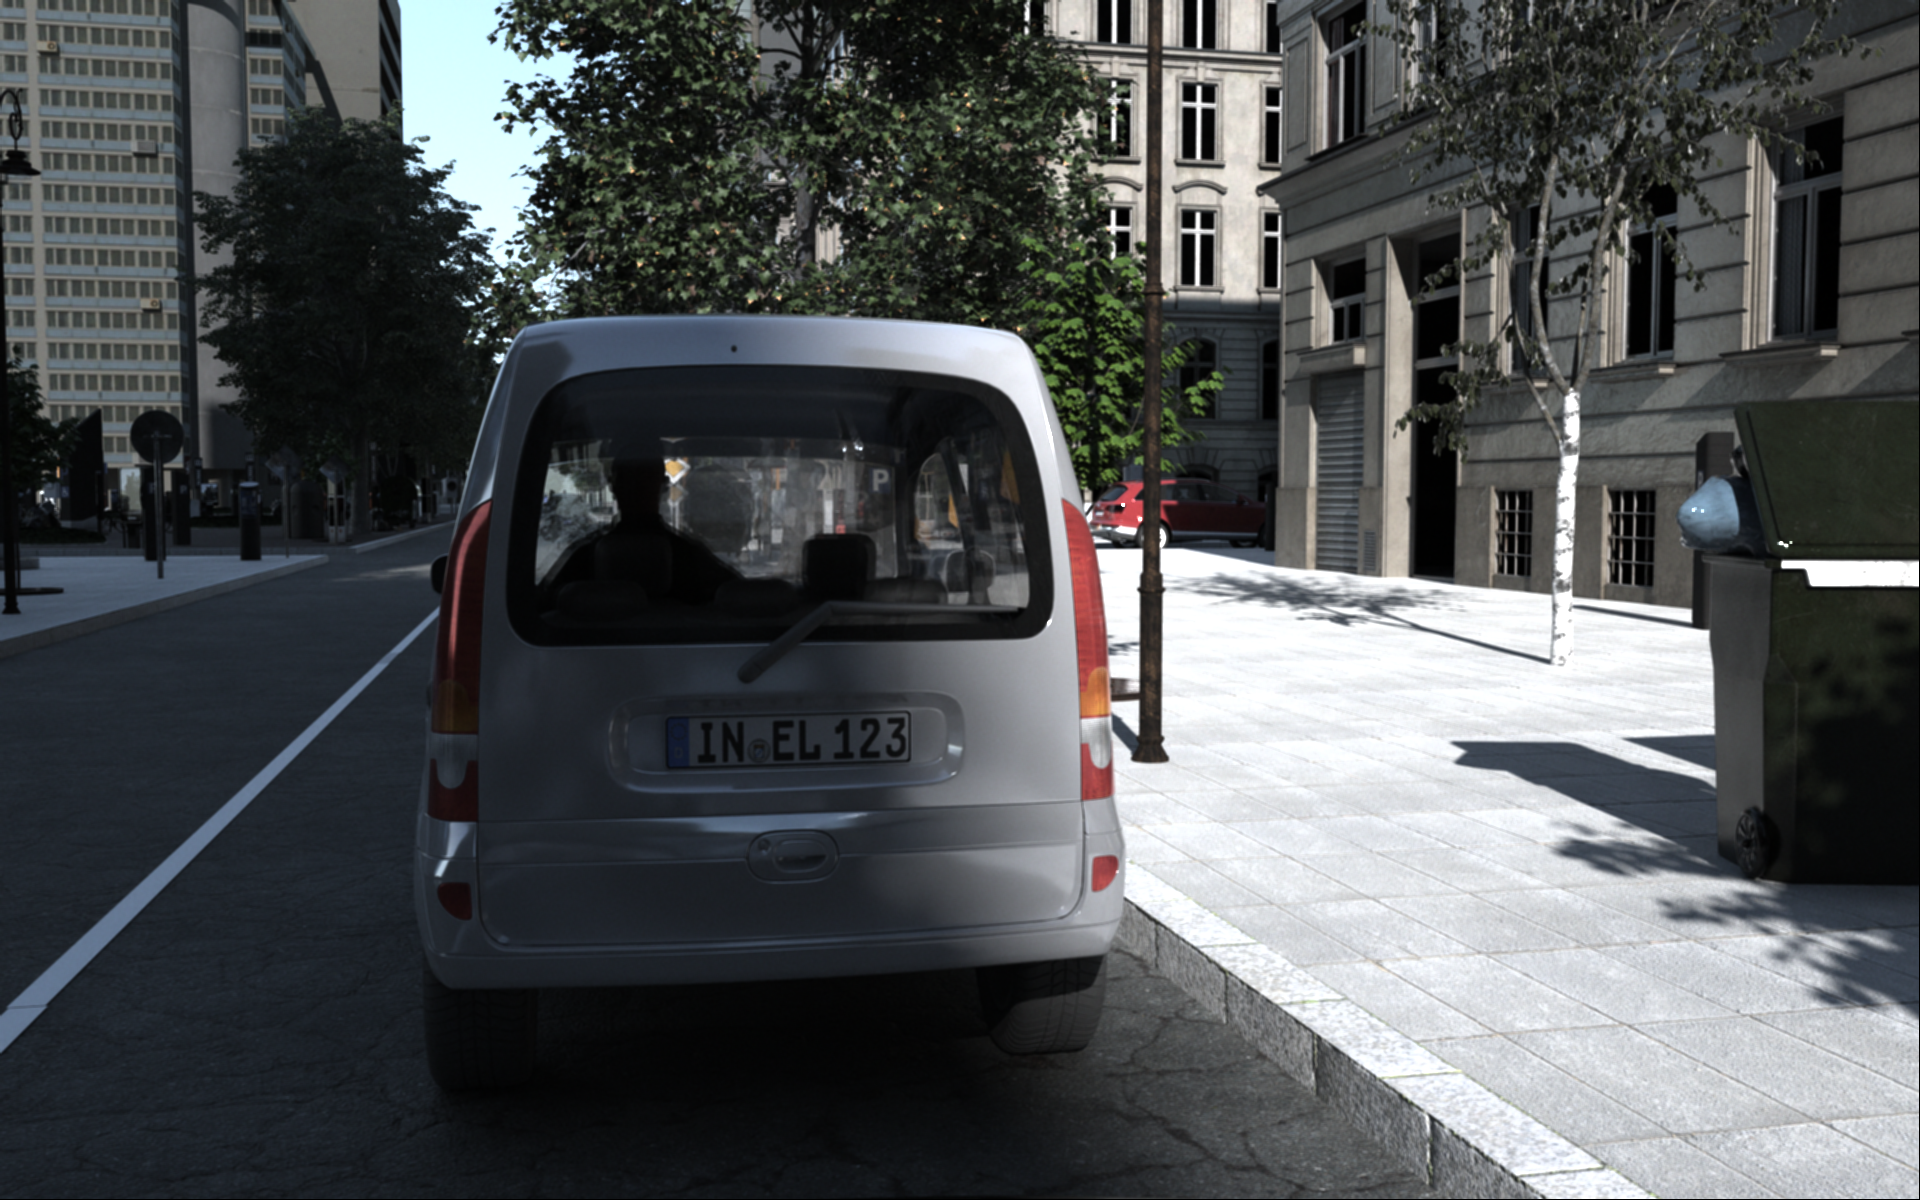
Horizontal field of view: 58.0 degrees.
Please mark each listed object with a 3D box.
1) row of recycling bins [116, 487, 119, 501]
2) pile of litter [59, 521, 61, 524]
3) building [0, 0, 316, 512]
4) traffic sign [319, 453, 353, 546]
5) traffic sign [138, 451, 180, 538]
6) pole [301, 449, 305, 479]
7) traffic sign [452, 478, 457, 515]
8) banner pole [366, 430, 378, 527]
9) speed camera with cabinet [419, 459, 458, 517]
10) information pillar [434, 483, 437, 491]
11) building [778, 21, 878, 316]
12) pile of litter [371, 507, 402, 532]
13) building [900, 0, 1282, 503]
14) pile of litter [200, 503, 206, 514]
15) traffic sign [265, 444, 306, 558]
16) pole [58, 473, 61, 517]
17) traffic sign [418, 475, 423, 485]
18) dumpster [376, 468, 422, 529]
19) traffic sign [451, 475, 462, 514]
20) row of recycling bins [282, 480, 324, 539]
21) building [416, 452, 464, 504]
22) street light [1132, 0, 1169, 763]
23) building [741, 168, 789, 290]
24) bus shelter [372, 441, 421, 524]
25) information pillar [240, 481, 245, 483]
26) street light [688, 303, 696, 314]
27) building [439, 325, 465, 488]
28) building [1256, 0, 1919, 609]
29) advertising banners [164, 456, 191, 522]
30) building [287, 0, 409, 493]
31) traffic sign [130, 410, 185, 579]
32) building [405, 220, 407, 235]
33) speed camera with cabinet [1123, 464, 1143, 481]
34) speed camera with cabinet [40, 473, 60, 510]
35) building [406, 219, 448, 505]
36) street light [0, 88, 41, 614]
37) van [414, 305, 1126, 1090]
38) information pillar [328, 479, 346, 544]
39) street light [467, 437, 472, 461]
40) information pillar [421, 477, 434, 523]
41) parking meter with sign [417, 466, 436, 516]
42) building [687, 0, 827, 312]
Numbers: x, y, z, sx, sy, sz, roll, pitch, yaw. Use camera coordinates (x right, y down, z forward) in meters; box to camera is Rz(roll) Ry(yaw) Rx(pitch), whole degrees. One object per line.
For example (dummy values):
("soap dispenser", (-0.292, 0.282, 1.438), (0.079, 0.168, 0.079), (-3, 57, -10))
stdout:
("row of recycling bins", (-48.348, -5.734, 100.862), (1.069, 1.692, 3.534), (-1, 4, -10))
("pile of litter", (-37.265, -3.568, 72.308), (1.719, 0.858, 1.176), (3, 4, 38))
("building", (-59.665, -26.305, 121.966), (32.217, 40.220, 23.993), (-1, 4, -13))
("traffic sign", (-15.338, -2.382, 42.594), (0.795, 2.450, 0.064), (-1, 4, -13))
("traffic sign", (-13.738, -1.810, 29.693), (0.768, 2.556, 0.104), (0, 4, -6))
("pole", (-29.943, -5.206, 78.953), (0.158, 3.312, 0.155), (0, 3, 0))
("traffic sign", (-31.496, -6.437, 107.370), (0.606, 2.300, 0.079), (-1, 4, -13))
("banner pole", (-22.859, -4.725, 67.275), (0.401, 3.779, 0.863), (1, 4, 15))
("speed camera with cabinet", (-29.504, -6.337, 97.944), (2.038, 3.252, 0.660), (-3, 5, -39))
("information pillar", (-33.437, -6.450, 109.944), (0.304, 2.012, 0.304), (2, 4, 35))
("building", (-1.166, -17.562, 84.396), (12.463, 27.353, 25.104), (-1, 4, -13))
("pile of litter", (-19.839, -2.799, 59.729), (1.176, 0.858, 1.719), (-2, 4, -24))
("building", (15.429, -15.026, 64.752), (34.723, 24.649, 14.460), (-1, 4, -13))
("pile of litter", (-45.453, -5.474, 103.461), (1.176, 0.858, 1.719), (2, 4, 24))
("traffic sign", (-13.541, -1.906, 34.813), (0.795, 2.450, 0.064), (-1, 4, -13))
("pole", (-50.124, -6.273, 96.410), (0.158, 3.312, 0.155), (0, 3, 0))
("traffic sign", (-33.050, -6.536, 106.860), (0.884, 2.594, 0.081), (0, 4, -5))
("dumpster", (-21.034, -3.818, 64.921), (1.502, 2.255, 1.985), (-1, 4, -13))
("traffic sign", (-33.207, -6.973, 114.115), (0.768, 2.556, 0.104), (-1, 4, -11))
("row of recycling bins", (-19.385, -2.679, 50.921), (1.069, 1.692, 3.534), (-2, 4, -26))
("building", (-83.256, -24.005, 237.518), (27.650, 21.520, 28.899), (-1, 4, -13))
("street light", (0.916, -2.164, 8.164), (0.468, 5.910, 1.993), (-1, 4, -13))
("building", (-7.010, -16.331, 108.813), (13.314, 21.916, 24.055), (-1, 4, -13))
("bus shelter", (-24.745, -5.207, 76.414), (1.731, 3.624, 6.357), (-1, 4, -13))
("information pillar", (-38.835, -5.476, 94.032), (0.304, 2.012, 0.304), (1, 4, 13))
("street light", (-5.607, -3.879, 36.210), (0.468, 5.910, 1.993), (-1, 4, -13))
("building", (-81.963, -29.887, 260.348), (14.160, 30.474, 14.107), (-1, 4, -13))
("building", (15.829, -11.276, 17.644), (16.112, 22.955, 30.059), (-1, 4, -13))
("advertising banners", (-35.262, -5.014, 78.162), (0.090, 3.025, 2.074), (1, 4, 8))
("building", (-58.592, -31.903, 145.310), (21.300, 48.544, 21.600), (-1, 4, -13))
("traffic sign", (-12.154, -1.599, 26.256), (0.768, 2.556, 0.104), (-1, 4, -12))
("building", (-60.011, -23.983, 163.823), (14.160, 30.474, 14.107), (-1, 4, -13))
("speed camera with cabinet", (6.211, -3.700, 54.828), (2.038, 3.252, 0.660), (0, 4, -2))
("speed camera with cabinet", (-52.667, -6.482, 100.323), (2.038, 3.252, 0.660), (3, 5, 45))
("building", (-79.853, -31.728, 210.641), (32.217, 40.220, 23.993), (-1, 4, -13))
("street light", (-10.172, -2.789, 18.393), (0.468, 5.910, 1.993), (-1, 4, -13))
("van", (-0.743, 0.083, 5.651), (2.013, 2.044, 4.112), (-1, 4, -11))
("information pillar", (-15.964, -2.438, 44.354), (0.304, 2.012, 0.304), (3, 4, 37))
("street light", (-33.158, -8.844, 117.387), (0.468, 5.910, 1.993), (-1, 4, -13))
("information pillar", (-23.396, -4.365, 75.860), (0.304, 2.012, 0.304), (1, 4, 9))
("parking meter with sign", (-31.626, -6.501, 102.545), (0.543, 3.016, 1.738), (0, 4, 6))
("building", (-16.832, -28.514, 149.790), (14.154, 41.232, 14.086), (-1, 4, -13))
